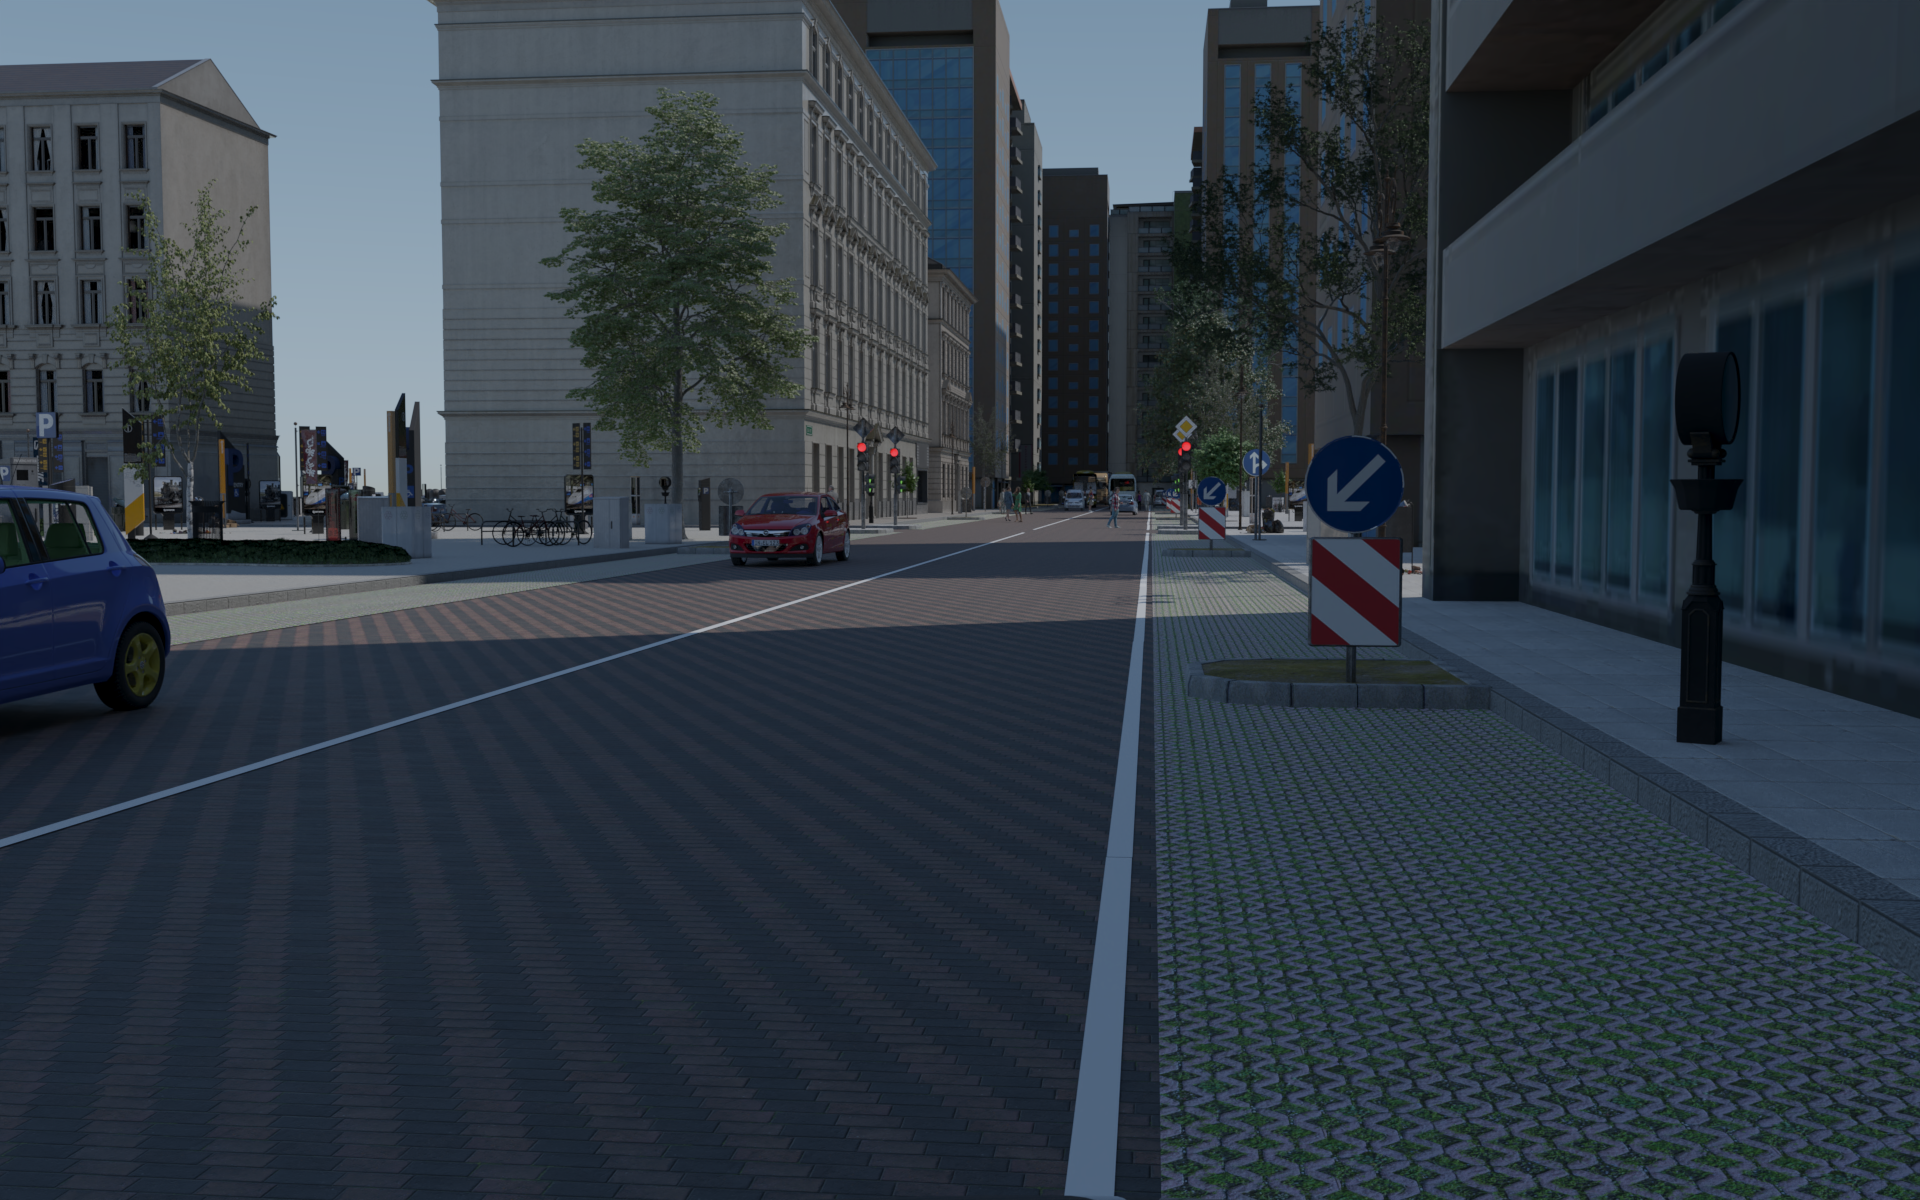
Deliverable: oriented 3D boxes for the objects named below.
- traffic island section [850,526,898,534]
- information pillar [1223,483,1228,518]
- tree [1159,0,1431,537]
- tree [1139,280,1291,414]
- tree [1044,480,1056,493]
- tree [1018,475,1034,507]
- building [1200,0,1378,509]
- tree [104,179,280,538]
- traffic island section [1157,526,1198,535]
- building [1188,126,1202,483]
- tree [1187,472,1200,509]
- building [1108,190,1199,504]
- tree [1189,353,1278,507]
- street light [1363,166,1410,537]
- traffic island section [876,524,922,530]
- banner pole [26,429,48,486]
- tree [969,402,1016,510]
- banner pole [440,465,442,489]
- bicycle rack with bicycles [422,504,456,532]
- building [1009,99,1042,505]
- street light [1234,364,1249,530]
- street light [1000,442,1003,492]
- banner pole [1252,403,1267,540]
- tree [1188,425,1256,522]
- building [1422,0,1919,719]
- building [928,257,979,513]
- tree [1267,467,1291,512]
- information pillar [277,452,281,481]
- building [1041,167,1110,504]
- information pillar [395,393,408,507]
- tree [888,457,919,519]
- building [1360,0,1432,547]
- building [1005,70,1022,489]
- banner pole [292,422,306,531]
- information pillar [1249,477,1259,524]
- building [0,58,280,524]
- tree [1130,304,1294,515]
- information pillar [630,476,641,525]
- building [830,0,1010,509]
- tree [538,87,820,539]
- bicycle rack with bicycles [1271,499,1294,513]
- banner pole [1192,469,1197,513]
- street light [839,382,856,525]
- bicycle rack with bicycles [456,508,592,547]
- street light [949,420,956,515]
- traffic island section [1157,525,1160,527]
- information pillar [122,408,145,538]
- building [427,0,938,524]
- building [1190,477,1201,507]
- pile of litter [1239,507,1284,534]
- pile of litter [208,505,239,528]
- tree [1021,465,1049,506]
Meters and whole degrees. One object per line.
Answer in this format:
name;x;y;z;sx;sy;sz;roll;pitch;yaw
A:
traffic island section;-3.558;-2.517;63.431;2.009;0.180;2.903;0;4;6
information pillar;14.406;-6.283;94.078;0.183;3.616;0.504;-1;4;-21
tree;7.473;-6.044;33.236;8.767;10.594;7.601;2;4;32
tree;20.914;-17.460;141.361;12.611;20.169;13.585;0;3;0
tree;11.245;-13.963;222.896;1.663;3.219;1.824;0;3;0
tree;6.753;-11.128;176.541;1.663;3.219;1.824;0;3;0
building;29.129;-31.043;157.657;14.600;45.320;14.200;0;4;6
tree;-18.271;-5.540;40.943;4.737;8.622;4.395;0;3;0
traffic island section;8.112;-2.438;62.142;2.009;0.180;2.903;0;4;6
building;37.976;-33.527;202.792;22.147;44.769;28.867;0;4;6
tree;20.543;-9.553;150.799;1.663;3.219;1.824;0;3;0
building;27.238;-33.774;235.792;14.086;41.232;14.154;0;4;6
tree;14.132;-8.580;90.653;4.360;8.622;3.978;0;3;0
street light;6.080;-3.183;24.834;0.468;5.910;1.993;0;4;6
traffic island section;-2.682;-3.002;71.368;2.009;0.180;2.903;0;4;6
banner pole;-35.623;-4.695;66.774;0.863;3.779;0.401;-2;4;-30
tree;2.223;-11.531;138.897;4.360;8.622;3.978;0;3;0
banner pole;-43.795;-9.555;146.241;0.401;3.779;0.863;-1;4;-17
bicycle rack with bicycles;-18.300;-2.836;59.753;2.925;0.926;2.852;1;4;11
building;-1.187;-35.911;210.850;21.600;48.544;21.300;0;4;6
street light;9.970;-5.423;61.458;0.468;5.910;1.993;0;4;6
street light;3.527;-10.570;145.610;0.468;5.910;1.993;0;4;6
banner pole;8.367;-3.555;48.145;0.401;3.779;0.863;1;4;15
tree;12.442;-5.975;81.413;4.285;4.588;4.351;0;3;0
building;15.198;-23.538;8.547;21.300;48.544;21.600;0;4;6
building;-4.858;-15.969;125.718;10.561;19.102;19.286;0;4;6
tree;22.952;-7.886;123.531;1.663;3.219;1.824;0;3;0
information pillar;-35.167;-5.989;89.281;0.504;3.616;0.183;3;5;40
building;13.138;-35.885;236.832;14.200;45.320;14.600;0;4;6
information pillar;-12.883;-2.973;39.958;0.183;3.616;0.504;0;4;3
tree;-2.735;-5.870;90.574;1.663;3.219;1.824;0;3;0
building;17.408;-24.235;46.349;14.600;45.320;14.200;0;4;6
building;-5.274;-31.896;176.123;22.147;44.769;28.867;0;4;6
banner pole;-22.939;-4.302;60.348;0.401;3.779;0.863;2;4;24
information pillar;12.711;-4.305;74.882;0.304;2.012;0.304;-1;4;-11
building;-42.480;-14.122;80.044;18.267;20.994;9.793;0;4;6
tree;14.899;-11.450;104.209;9.611;12.733;9.660;0;3;0
information pillar;-13.554;-4.149;72.328;0.304;2.012;0.304;1;4;20
building;-3.075;-30.817;153.965;14.600;45.320;14.200;0;4;6
tree;-7.832;-7.982;48.629;7.486;12.596;7.792;0;3;0
bicycle rack with bicycles;22.511;-6.469;119.147;2.852;0.926;2.925;2;4;28
banner pole;15.915;-7.792;117.414;0.401;3.779;0.863;-1;4;-17
street light;-4.659;-6.053;71.749;0.468;5.910;1.993;0;4;6
bicycle rack with bicycles;-10.568;-1.835;43.391;2.925;0.926;2.852;-3;5;-39
street light;-0.486;-8.309;108.637;0.468;5.910;1.993;0;4;6
traffic island section;8.988;-2.923;70.079;2.009;0.180;2.903;0;4;6
information pillar;-22.480;-3.408;47.082;0.504;3.616;0.183;-1;4;-12
building;-12.020;-19.445;94.336;17.030;29.872;44.131;0;4;6
building;39.891;-29.603;175.897;32.217;40.220;23.993;0;4;6
pile of litter;9.883;-2.611;56.649;1.719;0.858;1.176;-1;4;-17
pile of litter;-28.095;-3.196;66.215;1.176;0.858;1.719;1;4;12
tree;8.347;-12.791;192.854;4.285;4.588;4.351;0;3;0
